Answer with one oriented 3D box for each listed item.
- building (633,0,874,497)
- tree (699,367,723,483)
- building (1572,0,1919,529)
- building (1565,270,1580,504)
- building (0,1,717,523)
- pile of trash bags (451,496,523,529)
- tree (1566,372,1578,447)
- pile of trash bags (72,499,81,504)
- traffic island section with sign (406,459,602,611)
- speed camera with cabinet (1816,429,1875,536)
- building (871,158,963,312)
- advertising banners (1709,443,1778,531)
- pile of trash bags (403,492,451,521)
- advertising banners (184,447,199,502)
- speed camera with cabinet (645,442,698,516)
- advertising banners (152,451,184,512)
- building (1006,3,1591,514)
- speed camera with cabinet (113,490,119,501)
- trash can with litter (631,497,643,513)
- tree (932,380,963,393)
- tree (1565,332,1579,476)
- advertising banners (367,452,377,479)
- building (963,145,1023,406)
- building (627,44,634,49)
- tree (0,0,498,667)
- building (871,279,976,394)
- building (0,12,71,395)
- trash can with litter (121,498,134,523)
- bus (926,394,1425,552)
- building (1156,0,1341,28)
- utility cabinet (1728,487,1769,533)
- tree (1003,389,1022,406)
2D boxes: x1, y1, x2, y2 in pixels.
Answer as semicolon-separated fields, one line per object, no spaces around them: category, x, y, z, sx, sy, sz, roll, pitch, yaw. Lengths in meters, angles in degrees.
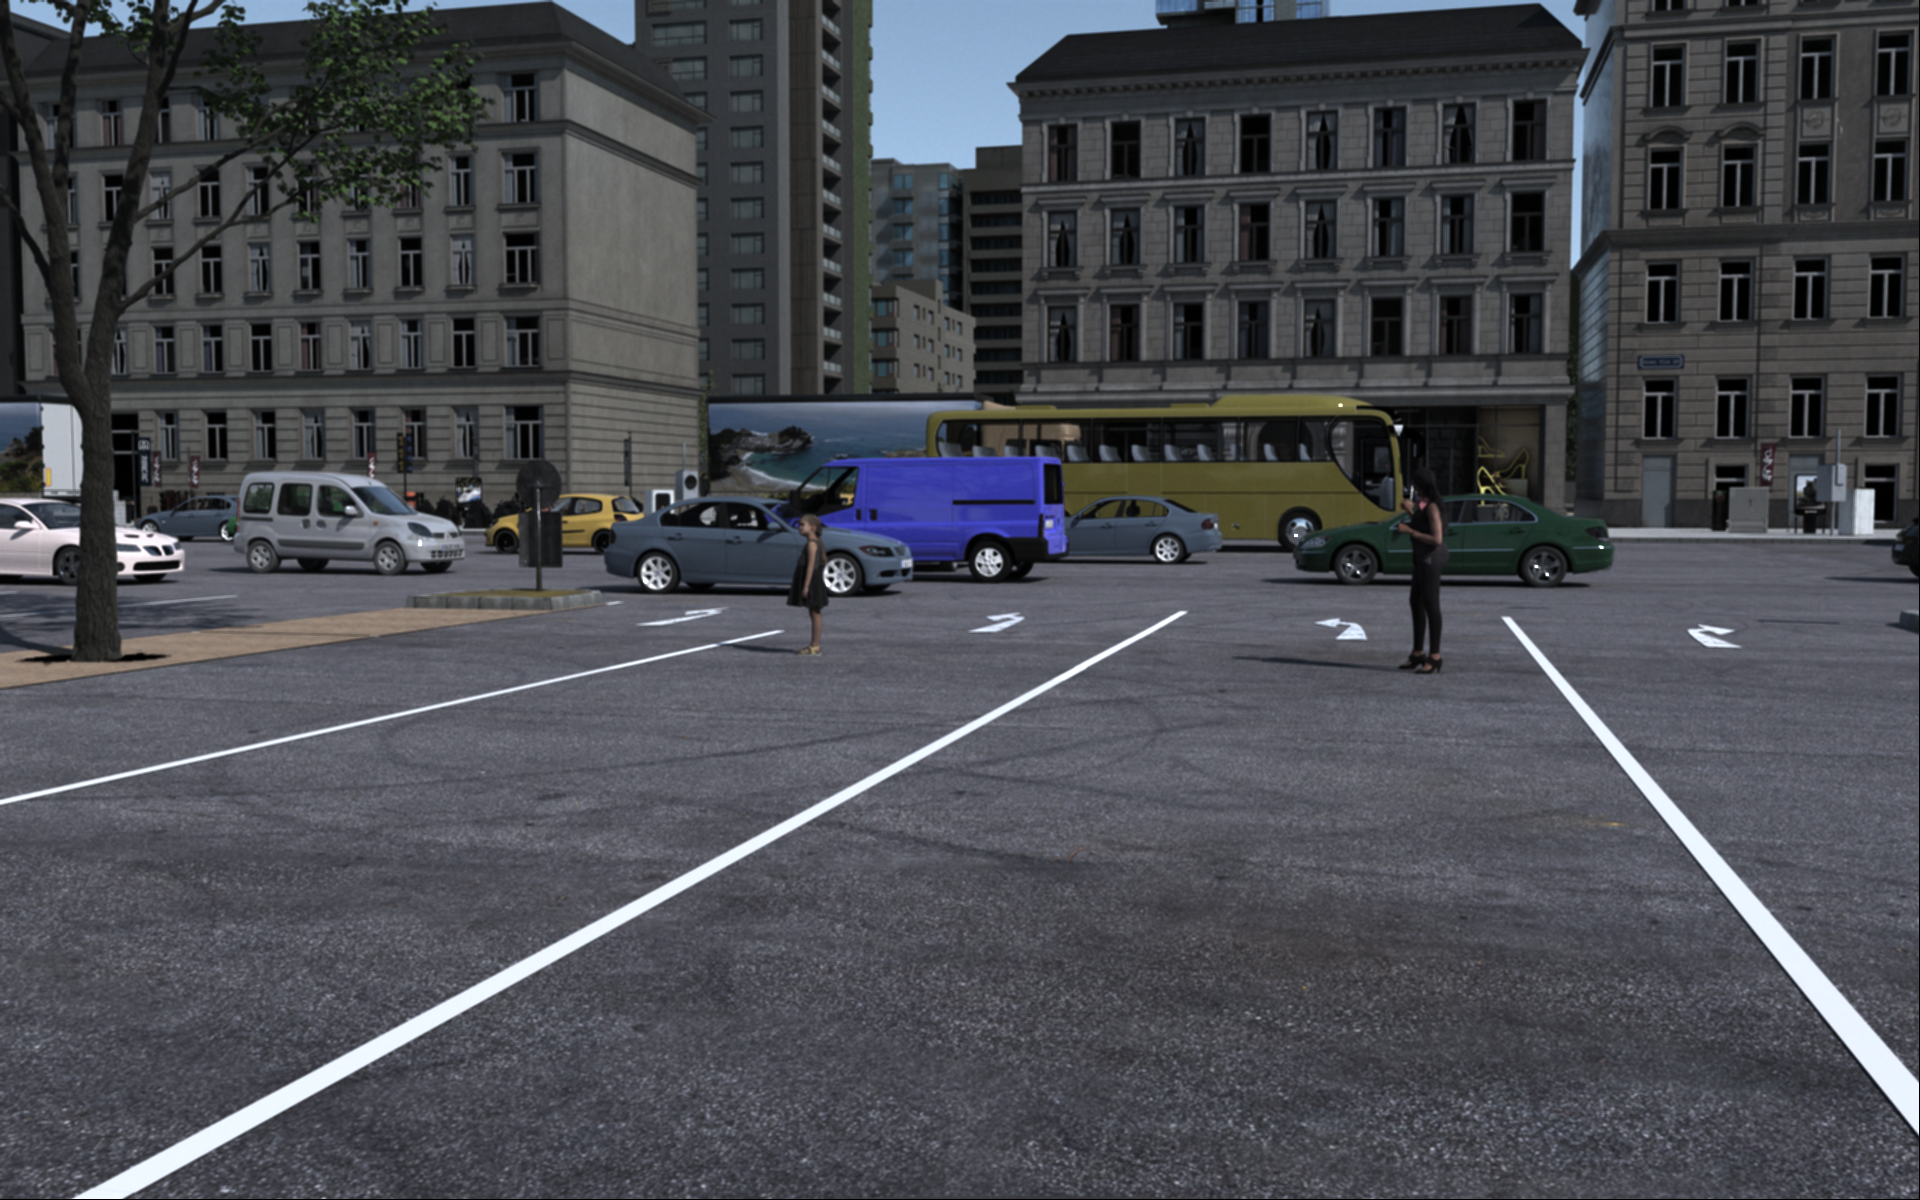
building;-15.346;-27.414;131.817;14.154;41.232;14.086;1;4;14
tree;-14.552;-8.841;94.909;4.737;8.622;4.395;0;3;0
building;37.488;-16.516;67.302;25.104;27.353;12.463;1;4;14
building;73.508;-27.677;224.225;14.107;30.474;14.160;1;4;14
building;-29.103;-15.456;85.993;30.059;22.955;16.112;1;4;14
pile of trash bags;-16.778;-3.340;64.364;3.447;1.369;1.912;1;4;16
tree;35.348;-8.888;95.673;4.360;8.622;3.978;0;3;0
pile of trash bags;-40.191;-4.284;79.796;3.447;1.369;1.912;3;4;36
traffic island section with sign;-5.708;-0.866;22.290;2.006;1.907;1.989;1;4;14
speed camera with cabinet;27.277;-3.608;53.324;2.038;3.252;0.660;-2;4;-27
building;-11.642;-38.569;250.214;30.456;49.044;23.786;1;4;14
advertising banners;26.911;-3.873;59.513;2.074;3.025;0.090;2;4;23
pile of trash bags;-21.397;-3.654;69.489;1.912;1.369;3.447;0;4;7
advertising banners;-29.055;-4.239;65.502;0.090;3.025;2.074;-1;4;-17
speed camera with cabinet;-10.926;-4.358;65.590;2.038;3.252;0.660;-3;5;-42
advertising banners;-31.743;-4.493;69.643;2.074;3.025;0.090;2;4;26
building;4.850;-13.653;74.137;40.483;20.767;10.553;1;4;14
speed camera with cabinet;-35.093;-4.703;71.232;0.660;3.252;2.038;-1;4;-18
trash can with litter;-12.439;-3.455;67.884;1.055;1.170;0.624;0;4;-4
tree;-0.634;-9.930;112.714;4.360;8.622;3.978;0;3;0
tree;37.260;-11.906;111.670;9.611;12.733;9.660;0;3;0
advertising banners;-24.816;-4.604;71.462;0.090;3.025;2.074;2;4;28
building;13.205;-37.837;242.343;21.600;48.544;21.300;1;4;14
building;-34.968;-31.911;171.855;14.200;45.320;14.600;1;4;14
tree;-7.324;-5.268;14.348;9.928;11.665;9.643;0;3;0
building;-15.866;-19.281;160.290;28.899;21.520;27.650;1;4;14
building;-55.932;-18.250;91.903;24.014;27.812;14.314;1;4;14
trash can with litter;-36.461;-3.907;75.267;0.624;1.170;1.055;2;4;31
bus;5.352;-3.192;43.741;12.252;3.916;2.896;1;4;13
building;38.905;-56.445;235.543;31.000;86.520;22.319;1;4;14
utility cabinet;25.897;-2.948;56.885;1.173;1.500;0.318;2;4;27
tree;6.031;-12.161;133.245;7.601;10.594;8.767;-2;4;-29
